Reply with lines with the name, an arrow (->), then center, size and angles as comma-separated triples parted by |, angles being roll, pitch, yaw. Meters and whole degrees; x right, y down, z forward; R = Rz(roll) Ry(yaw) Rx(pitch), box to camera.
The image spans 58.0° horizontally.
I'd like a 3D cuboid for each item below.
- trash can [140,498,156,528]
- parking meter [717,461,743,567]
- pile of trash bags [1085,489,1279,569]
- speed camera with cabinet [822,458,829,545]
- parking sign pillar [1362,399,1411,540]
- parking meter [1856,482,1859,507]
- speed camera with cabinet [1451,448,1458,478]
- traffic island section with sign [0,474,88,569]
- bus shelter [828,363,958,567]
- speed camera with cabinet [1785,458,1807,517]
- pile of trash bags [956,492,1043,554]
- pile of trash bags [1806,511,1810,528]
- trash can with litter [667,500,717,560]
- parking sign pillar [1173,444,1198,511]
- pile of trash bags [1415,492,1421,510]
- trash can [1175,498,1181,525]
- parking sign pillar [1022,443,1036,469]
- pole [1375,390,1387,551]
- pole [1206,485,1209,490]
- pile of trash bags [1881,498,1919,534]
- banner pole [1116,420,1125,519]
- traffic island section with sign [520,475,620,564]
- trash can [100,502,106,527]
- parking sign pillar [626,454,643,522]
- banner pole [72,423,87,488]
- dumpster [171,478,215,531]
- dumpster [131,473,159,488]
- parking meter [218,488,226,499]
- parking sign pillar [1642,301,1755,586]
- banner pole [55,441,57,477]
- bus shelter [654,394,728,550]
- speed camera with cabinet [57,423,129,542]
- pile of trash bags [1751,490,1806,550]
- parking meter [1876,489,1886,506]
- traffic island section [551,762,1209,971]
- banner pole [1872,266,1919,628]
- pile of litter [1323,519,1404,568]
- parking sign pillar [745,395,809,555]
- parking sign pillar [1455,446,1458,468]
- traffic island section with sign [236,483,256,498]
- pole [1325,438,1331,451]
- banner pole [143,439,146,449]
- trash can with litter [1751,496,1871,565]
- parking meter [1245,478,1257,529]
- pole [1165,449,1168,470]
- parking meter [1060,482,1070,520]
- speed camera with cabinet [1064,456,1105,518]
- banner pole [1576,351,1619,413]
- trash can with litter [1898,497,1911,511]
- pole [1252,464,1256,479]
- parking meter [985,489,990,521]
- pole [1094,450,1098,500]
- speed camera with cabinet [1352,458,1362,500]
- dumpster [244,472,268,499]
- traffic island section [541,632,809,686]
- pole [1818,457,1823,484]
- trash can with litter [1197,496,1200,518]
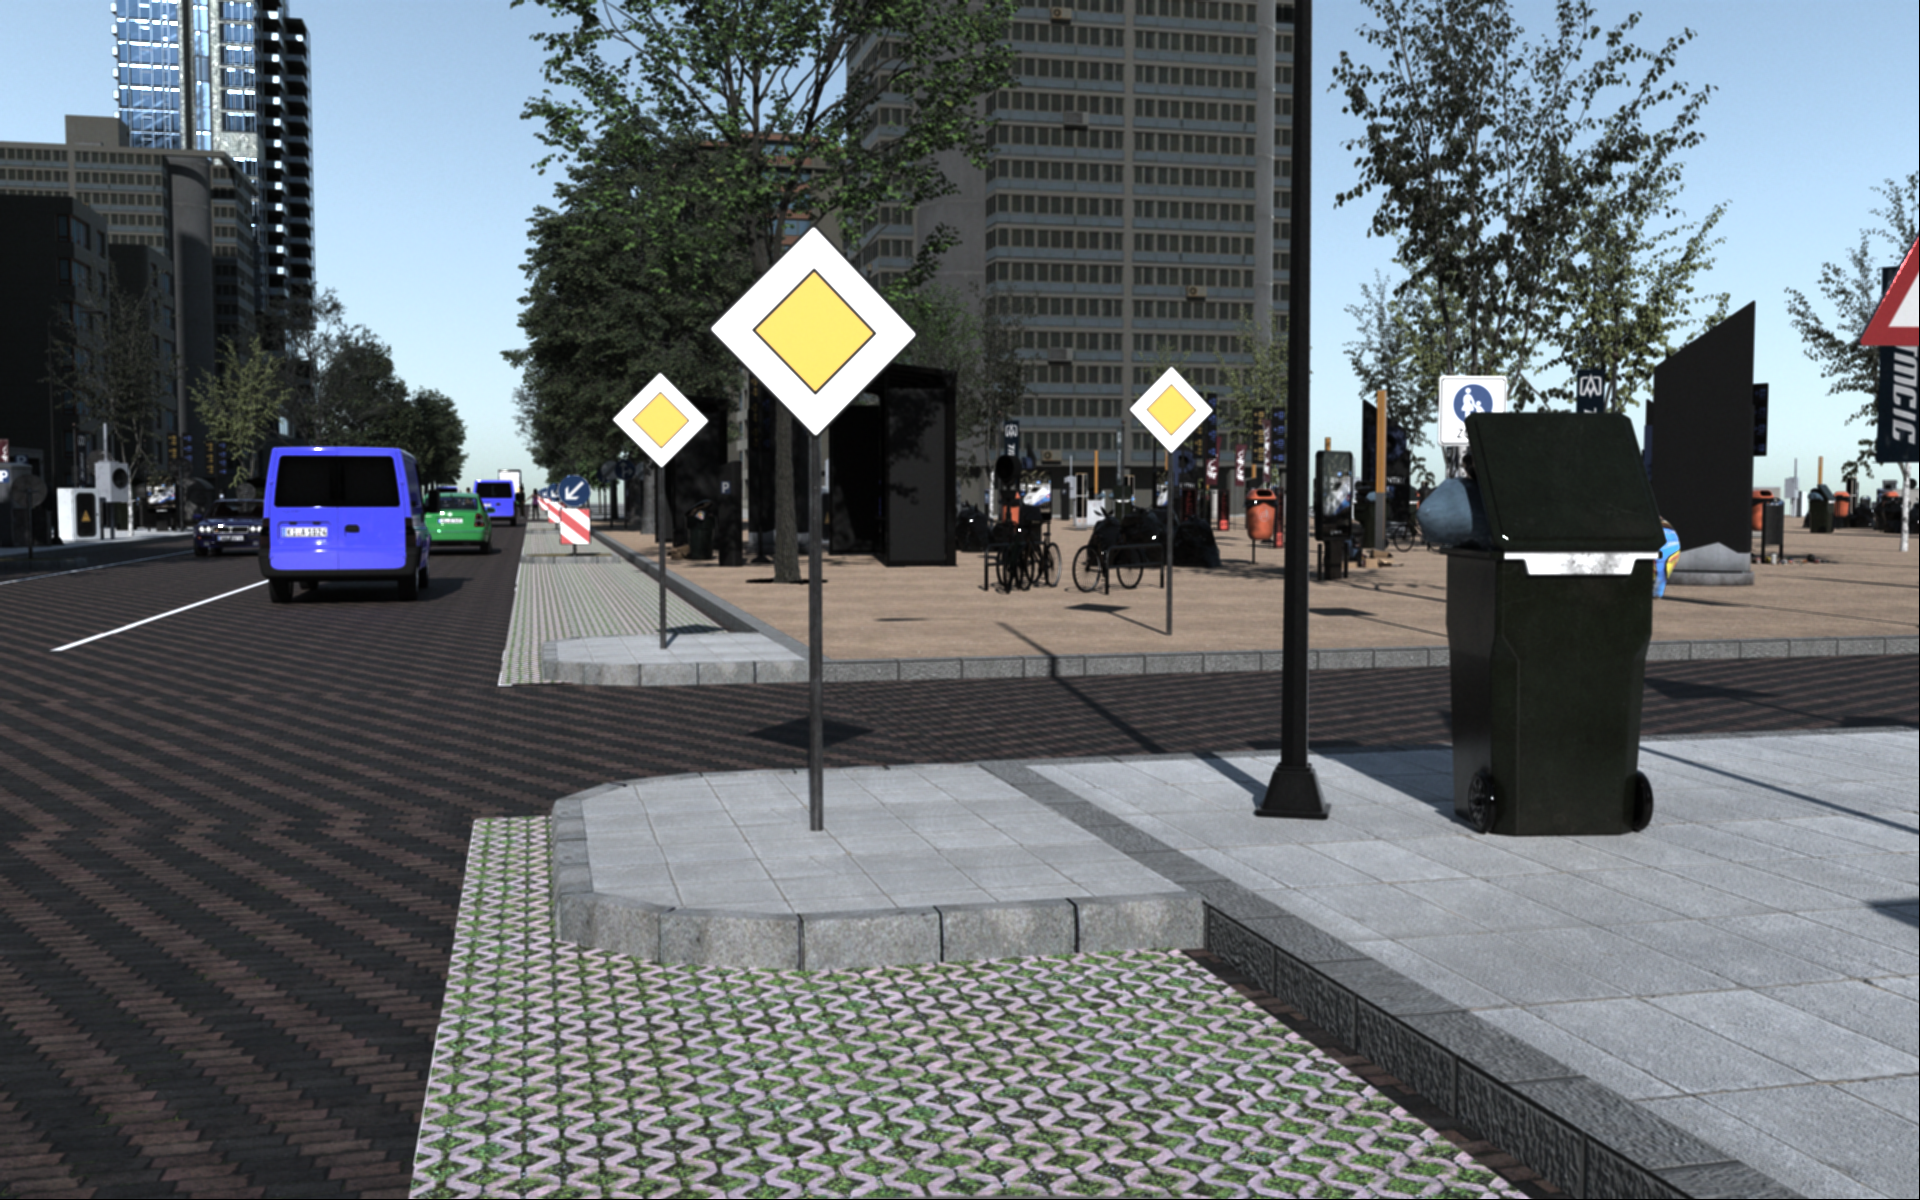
trash can -> -30.748, -3.313, 65.818 | 0.748, 1.137, 0.748 | 0, 3, 0
parking meter -> -4.071, -1.525, 30.638 | 0.399, 1.863, 0.255 | 2, 4, 33
pile of trash bags -> 4.064, -1.296, 30.938 | 3.447, 1.369, 1.912 | -1, 4, -16
speed camera with cabinet -> -3.367, -3.049, 44.189 | 0.660, 3.252, 2.038 | 1, 4, 23
parking sign pillar -> 12.144, -3.725, 49.371 | 1.447, 3.967, 1.447 | -1, 4, -10
parking meter -> 43.521, -4.809, 84.344 | 0.399, 1.863, 0.255 | -2, 4, -35
speed camera with cabinet -> 18.136, -4.138, 61.999 | 0.660, 3.252, 2.038 | -1, 4, -10
traffic island section with sign -> -18.281, -1.544, 33.865 | 1.989, 1.847, 2.006 | -1, 4, -14
bus shelter -> -1.539, -2.581, 33.478 | 1.731, 3.624, 6.357 | -1, 4, -14
speed camera with cabinet -> 46.474, -6.236, 96.288 | 0.660, 3.252, 2.038 | 3, 5, 43
pile of trash bags -> 0.894, -1.748, 38.327 | 1.912, 1.369, 3.447 | -1, 4, -8
pile of trash bags -> 33.867, -3.409, 65.482 | 3.447, 1.369, 1.912 | -1, 4, -11
trash can with litter -> -5.273, -1.371, 33.795 | 1.055, 1.170, 0.624 | 2, 4, 30
parking sign pillar -> 9.885, -5.404, 76.831 | 1.447, 3.967, 1.447 | -1, 4, -9
pile of trash bags -> 17.862, -3.904, 73.575 | 3.447, 1.369, 1.912 | 0, 4, -5
trash can -> 7.600, -2.889, 58.881 | 0.748, 1.137, 0.748 | 0, 3, 0
parking sign pillar -> 3.614, -6.244, 90.565 | 1.447, 3.967, 1.447 | -1, 4, -13
pole -> 8.298, -2.465, 34.138 | 0.158, 3.312, 0.155 | 0, 3, 0
pole -> 10.814, -5.015, 75.836 | 0.158, 3.312, 0.155 | 0, 3, 0
pile of trash bags -> 32.747, -3.161, 61.432 | 3.447, 1.369, 1.912 | 3, 5, 44
banner pole -> 5.421, -4.183, 58.407 | 0.401, 3.779, 0.863 | 2, 4, 26
traffic island section with sign -> -8.195, -1.690, 36.266 | 1.989, 1.847, 2.006 | -1, 4, -14
trash can -> -33.559, -3.409, 67.393 | 0.748, 1.137, 0.748 | 0, 3, 0
parking sign pillar -> -14.844, -5.630, 80.530 | 1.447, 3.967, 1.447 | -2, 4, -28
banner pole -> -31.157, -4.360, 61.299 | 0.401, 3.779, 0.863 | 0, 4, 7
dumpster -> -27.208, -3.400, 61.355 | 1.264, 1.857, 1.865 | -1, 4, -14
dumpster -> -34.579, -4.344, 73.521 | 1.502, 2.255, 1.985 | -1, 4, -14
parking meter -> -31.633, -4.026, 74.229 | 0.372, 1.533, 0.369 | 0, 3, 0
parking sign pillar -> 10.589, -2.215, 24.695 | 1.447, 3.967, 1.447 | 2, 4, 31
banner pole -> -42.492, -5.591, 81.435 | 0.401, 3.779, 0.863 | -2, 4, -27
bus shelter -> -6.800, -3.137, 42.574 | 1.731, 3.624, 6.357 | -1, 4, -14
speed camera with cabinet -> -23.851, -3.260, 47.641 | 0.660, 3.252, 2.038 | 1, 4, 18
pile of trash bags -> 16.726, -1.772, 38.732 | 3.447, 1.369, 1.912 | -1, 4, -18
parking meter -> 42.634, -4.389, 80.171 | 0.372, 1.533, 0.369 | 0, 3, 0
traffic island section -> -0.529, 0.957, 6.633 | 2.009, 0.180, 2.903 | -1, 4, -14
banner pole -> 9.234, -1.627, 16.625 | 0.863, 3.779, 0.401 | 3, 5, 43
pile of litter -> 7.125, -1.012, 30.512 | 1.719, 0.858, 1.176 | -1, 4, -20
parking sign pillar -> -3.900, -2.983, 37.241 | 1.447, 3.967, 1.447 | 2, 4, 25
parking sign pillar -> 21.678, -5.222, 73.844 | 1.447, 3.967, 1.447 | -1, 4, -9
traffic island section with sign -> -24.753, -3.144, 60.035 | 1.989, 1.847, 2.006 | -1, 4, -14
pole -> 13.268, -4.203, 62.563 | 0.158, 3.312, 0.155 | 0, 3, 0
banner pole -> -37.519, -5.481, 79.635 | 0.401, 3.779, 0.863 | -3, 5, -45
trash can with litter -> 15.470, -1.294, 32.210 | 2.233, 1.210, 1.678 | -2, 4, -28
parking meter -> 10.600, -3.508, 63.072 | 0.399, 1.863, 0.255 | -1, 4, -21
pole -> 8.208, -4.562, 68.437 | 0.158, 3.312, 0.155 | 0, 3, 0
parking meter -> 5.141, -4.835, 84.765 | 0.399, 1.863, 0.255 | 2, 4, 31
speed camera with cabinet -> 6.418, -5.798, 89.138 | 2.038, 3.252, 0.660 | 1, 4, 20
banner pole -> 11.275, -2.480, 30.566 | 0.863, 3.779, 0.401 | 1, 4, 14
trash can with litter -> 39.031, -3.680, 71.555 | 1.055, 1.170, 0.624 | -2, 4, -31
pole -> 13.683, -5.309, 80.638 | 0.158, 3.312, 0.155 | 0, 3, 0
parking meter -> 1.356, -4.498, 81.946 | 0.372, 1.533, 0.369 | 0, 3, 0
pole -> 6.374, -5.330, 80.985 | 0.158, 3.312, 0.155 | 0, 3, 0
speed camera with cabinet -> 21.010, -6.124, 94.471 | 2.038, 3.252, 0.660 | -1, 4, -21
dumpster -> -25.574, -3.636, 64.401 | 1.985, 2.255, 1.502 | -1, 4, -16
traffic island section -> -2.443, 0.483, 14.386 | 2.009, 0.180, 2.903 | -1, 4, -14
pole -> 46.823, -6.144, 94.304 | 0.158, 3.312, 0.155 | 0, 3, 0
trash can with litter -> 8.370, -3.251, 64.209 | 2.233, 1.210, 1.678 | -1, 4, -9
